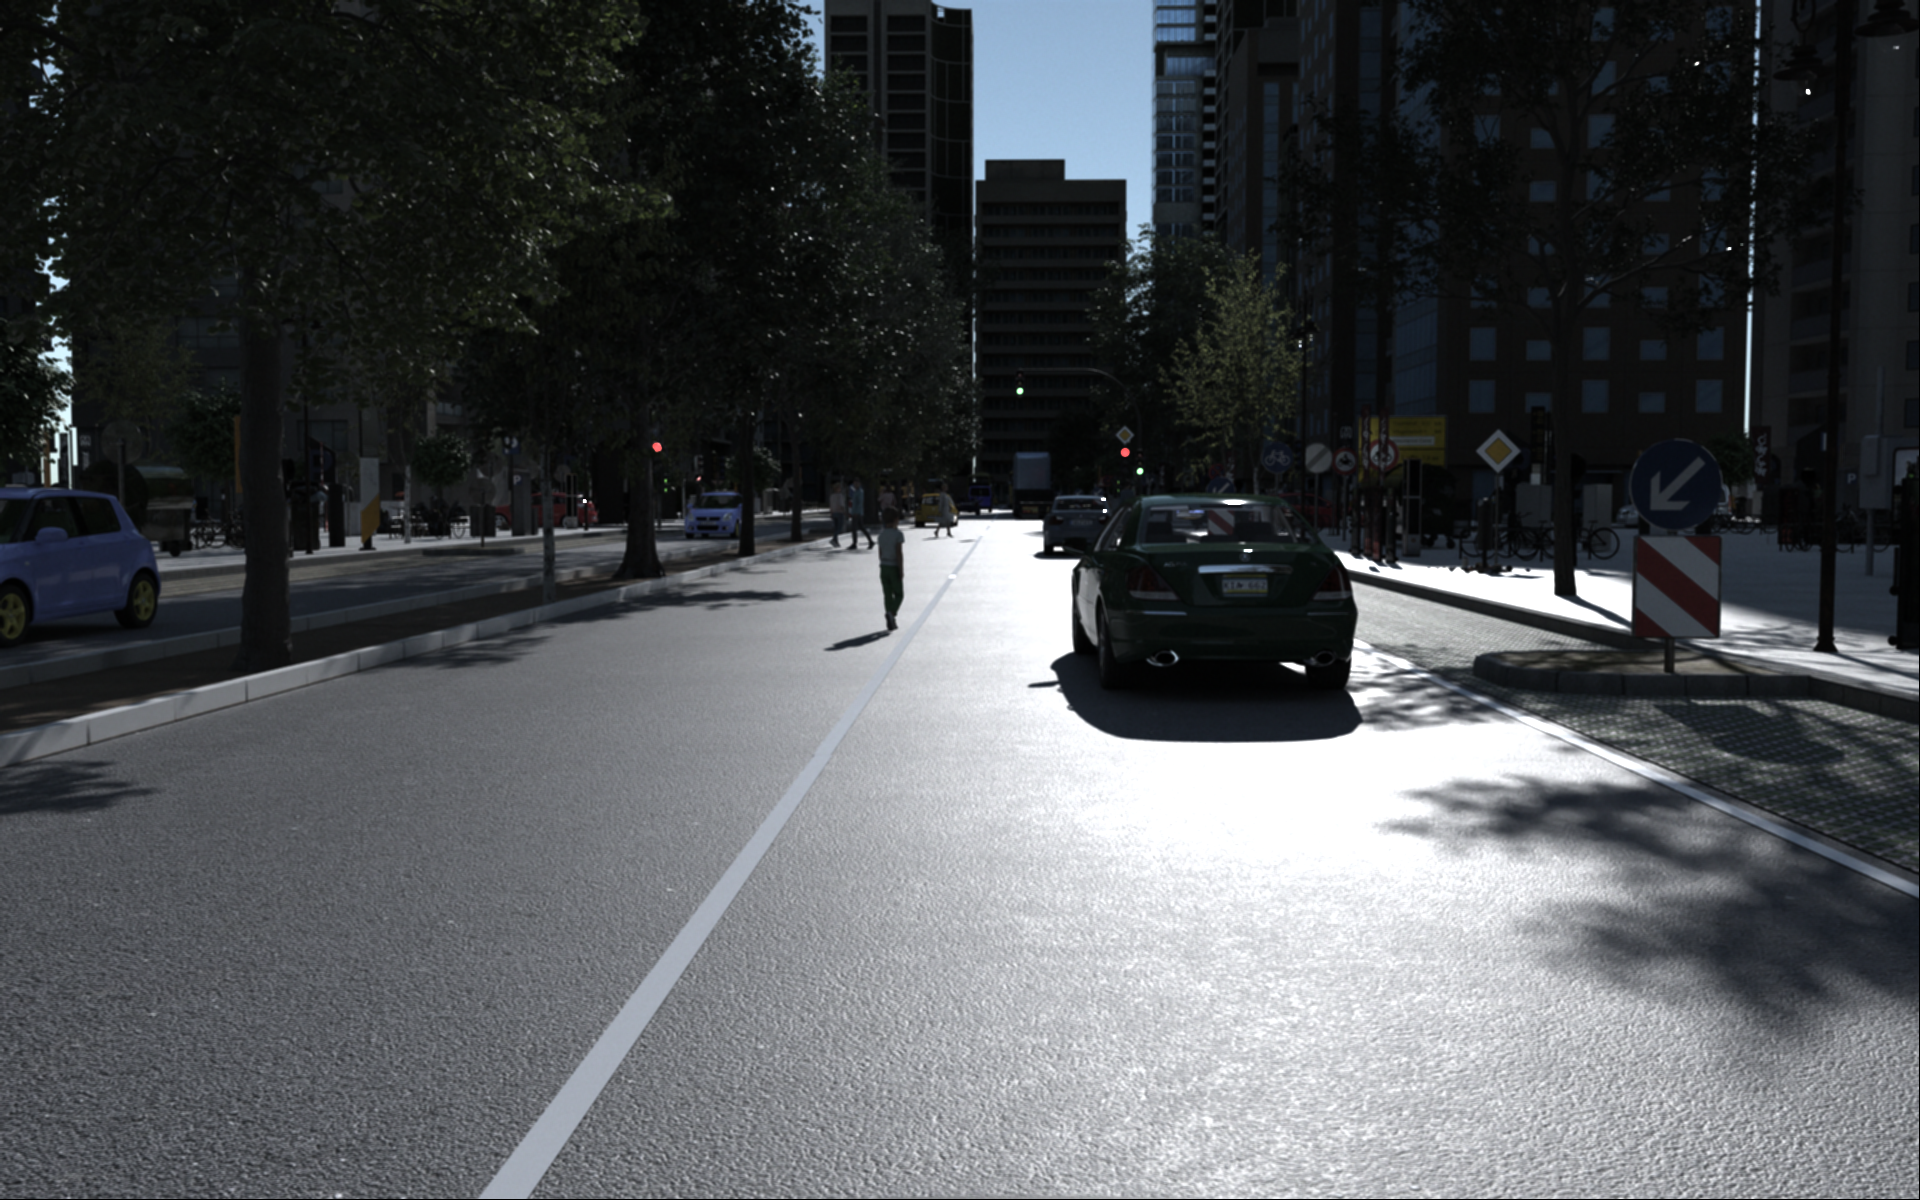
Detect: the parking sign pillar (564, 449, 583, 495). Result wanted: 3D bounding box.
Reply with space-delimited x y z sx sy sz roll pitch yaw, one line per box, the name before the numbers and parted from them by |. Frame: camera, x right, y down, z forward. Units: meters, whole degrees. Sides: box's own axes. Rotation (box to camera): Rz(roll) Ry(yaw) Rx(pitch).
parking sign pillar | -19.081 -5.937 85.544 1.447 3.967 1.447 -2 4 -35

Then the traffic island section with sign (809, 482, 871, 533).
traffic island section with sign | -4.454 -3.395 63.650 2.006 1.907 1.989 0 4 2

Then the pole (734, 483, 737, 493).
pole | -14.936 -7.433 115.378 0.158 3.312 0.155 0 3 0

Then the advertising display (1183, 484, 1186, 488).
advertising display | 18.025 -8.249 140.076 0.123 1.923 0.974 3 5 42

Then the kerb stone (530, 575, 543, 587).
kerb stone | -6.629 -0.284 26.844 0.120 0.150 1.000 0 4 2

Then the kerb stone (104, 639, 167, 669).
kerb stone | -6.993 0.469 14.556 0.120 0.150 1.000 0 4 2

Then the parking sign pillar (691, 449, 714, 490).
parking sign pillar | -15.438 -7.063 103.945 1.447 3.967 1.447 1 4 16

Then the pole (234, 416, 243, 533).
pole | -18.893 -3.152 45.381 0.158 3.312 0.155 0 3 0

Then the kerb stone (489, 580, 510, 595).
kerb stone | -6.685 -0.159 24.801 0.120 0.150 1.000 0 4 2

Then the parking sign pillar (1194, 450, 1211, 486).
parking sign pillar | 13.696 -6.619 96.700 1.447 3.967 1.447 -2 4 -35

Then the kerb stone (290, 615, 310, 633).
kerb stone | -6.905 0.282 17.625 0.120 0.150 1.000 0 4 2

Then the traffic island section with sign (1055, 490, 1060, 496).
traffic island section with sign | 10.668 -11.707 200.036 1.989 1.847 2.006 0 4 2

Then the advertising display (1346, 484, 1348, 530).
advertising display | 13.780 -3.477 62.066 0.123 1.923 0.974 0 4 4

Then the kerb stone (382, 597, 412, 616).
kerb stone | -6.806 0.092 20.694 0.120 0.150 1.000 0 4 2

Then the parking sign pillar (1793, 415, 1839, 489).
parking sign pillar | 29.241 -4.327 59.217 1.447 3.967 1.447 1 4 13

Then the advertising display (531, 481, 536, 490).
advertising display | -22.141 -5.089 88.411 0.974 1.923 0.123 0 4 2

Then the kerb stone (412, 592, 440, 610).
kerb stone | -6.779 0.029 21.723 0.120 0.150 1.000 0 4 2

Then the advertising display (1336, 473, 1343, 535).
advertising display | 11.853 -3.000 54.261 0.123 1.923 0.974 1 4 11

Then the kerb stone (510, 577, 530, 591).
kerb stone | -6.654 -0.222 25.822 0.120 0.150 1.000 0 4 2

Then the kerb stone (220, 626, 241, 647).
kerb stone | -6.931 0.342 16.599 0.120 0.150 1.000 0 4 2

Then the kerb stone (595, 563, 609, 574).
kerb stone | -6.501 -0.535 30.940 0.120 0.150 1.000 0 4 2

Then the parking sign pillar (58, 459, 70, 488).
parking sign pillar | -68.385 -8.790 132.191 1.447 3.967 1.447 -1 4 -12

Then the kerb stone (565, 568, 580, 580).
kerb stone | -6.568 -0.409 28.890 0.120 0.150 1.000 0 4 2

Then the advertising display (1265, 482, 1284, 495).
advertising display | 16.447 -5.230 90.732 0.974 1.923 0.123 1 4 12

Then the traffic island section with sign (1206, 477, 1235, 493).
traffic island section with sign | 5.838 -1.924 40.084 1.989 1.847 2.006 0 4 2

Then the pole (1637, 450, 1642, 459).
pole | 31.660 -5.318 80.798 0.158 3.312 0.155 0 3 0

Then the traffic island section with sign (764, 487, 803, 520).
traffic island section with sign | -9.750 -5.355 96.179 1.989 1.847 2.006 0 4 2

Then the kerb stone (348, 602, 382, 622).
kerb stone | -6.835 0.154 19.673 0.120 0.150 1.000 0 4 2

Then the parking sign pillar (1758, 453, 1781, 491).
parking sign pillar | 44.288 -6.502 94.775 1.447 3.967 1.447 -1 4 -14

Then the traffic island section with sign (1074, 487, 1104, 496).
traffic island section with sign | 7.546 -5.380 96.594 1.989 1.847 2.006 0 4 2

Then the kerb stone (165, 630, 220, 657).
kerb stone | -6.968 0.405 15.577 0.120 0.150 1.000 0 4 2

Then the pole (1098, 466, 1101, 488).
pole | 10.089 -8.047 125.405 0.158 3.312 0.155 0 3 0

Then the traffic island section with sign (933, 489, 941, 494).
traffic island section with sign | -1.961 -8.442 146.158 2.006 1.907 1.989 0 4 2

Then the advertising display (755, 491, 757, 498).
advertising display | -17.115 -8.681 147.152 0.123 1.923 0.974 -3 4 -36

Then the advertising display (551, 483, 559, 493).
advertising display | -22.780 -5.622 97.126 0.123 1.923 0.974 1 4 17

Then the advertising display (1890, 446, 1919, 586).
advertising display | 12.982 -1.121 23.541 0.123 1.923 0.974 0 4 -1

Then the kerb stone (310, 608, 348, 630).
kerb stone | -6.864 0.220 18.646 0.120 0.150 1.000 0 4 2

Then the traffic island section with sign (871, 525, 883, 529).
traffic island section with sign | -4.221 -3.848 71.054 2.006 1.907 1.989 0 4 2

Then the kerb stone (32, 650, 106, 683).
kerb stone | -7.018 0.534 13.534 0.120 0.150 1.000 0 4 2

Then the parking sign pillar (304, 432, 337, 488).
parking sign pillar | -27.803 -5.312 75.316 1.447 3.967 1.447 -1 4 -15

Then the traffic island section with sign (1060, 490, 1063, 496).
traffic island section with sign | 8.374 -7.063 124.100 1.989 1.847 2.006 0 4 2

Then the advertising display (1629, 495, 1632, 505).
advertising display | 27.912 -4.019 70.929 0.974 1.923 0.123 0 4 6

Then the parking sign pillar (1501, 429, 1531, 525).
parking sign pillar | 23.127 -5.074 71.439 1.447 3.967 1.447 3 4 36

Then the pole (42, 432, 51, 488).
pole | -29.934 -3.851 56.803 0.158 3.312 0.155 0 3 0

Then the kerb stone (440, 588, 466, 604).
kerb stone | -6.743 -0.034 22.746 0.120 0.150 1.000 0 4 2

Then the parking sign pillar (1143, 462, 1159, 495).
parking sign pillar | 14.970 -9.001 135.632 1.447 3.967 1.447 3 5 44

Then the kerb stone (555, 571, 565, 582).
kerb stone | -6.590 -0.347 27.865 0.120 0.150 1.000 0 4 2

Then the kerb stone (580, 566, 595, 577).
kerb stone | -6.531 -0.472 29.919 0.120 0.150 1.000 0 4 2

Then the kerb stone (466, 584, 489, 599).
kerb stone | -6.711 -0.096 23.774 0.120 0.150 1.000 0 4 2

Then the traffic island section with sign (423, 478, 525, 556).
traffic island section with sign | -11.413 -1.977 40.946 1.989 1.847 2.006 0 4 2

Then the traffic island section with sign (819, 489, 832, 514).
traffic island section with sign | -8.920 -7.009 123.223 1.989 1.847 2.006 0 4 2

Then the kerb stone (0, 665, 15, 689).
kerb stone | -7.058 0.593 12.499 0.120 0.150 1.000 0 4 2

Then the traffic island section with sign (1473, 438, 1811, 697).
traffic island section with sign | 5.025 -0.276 13.141 1.989 1.847 2.006 0 4 2
